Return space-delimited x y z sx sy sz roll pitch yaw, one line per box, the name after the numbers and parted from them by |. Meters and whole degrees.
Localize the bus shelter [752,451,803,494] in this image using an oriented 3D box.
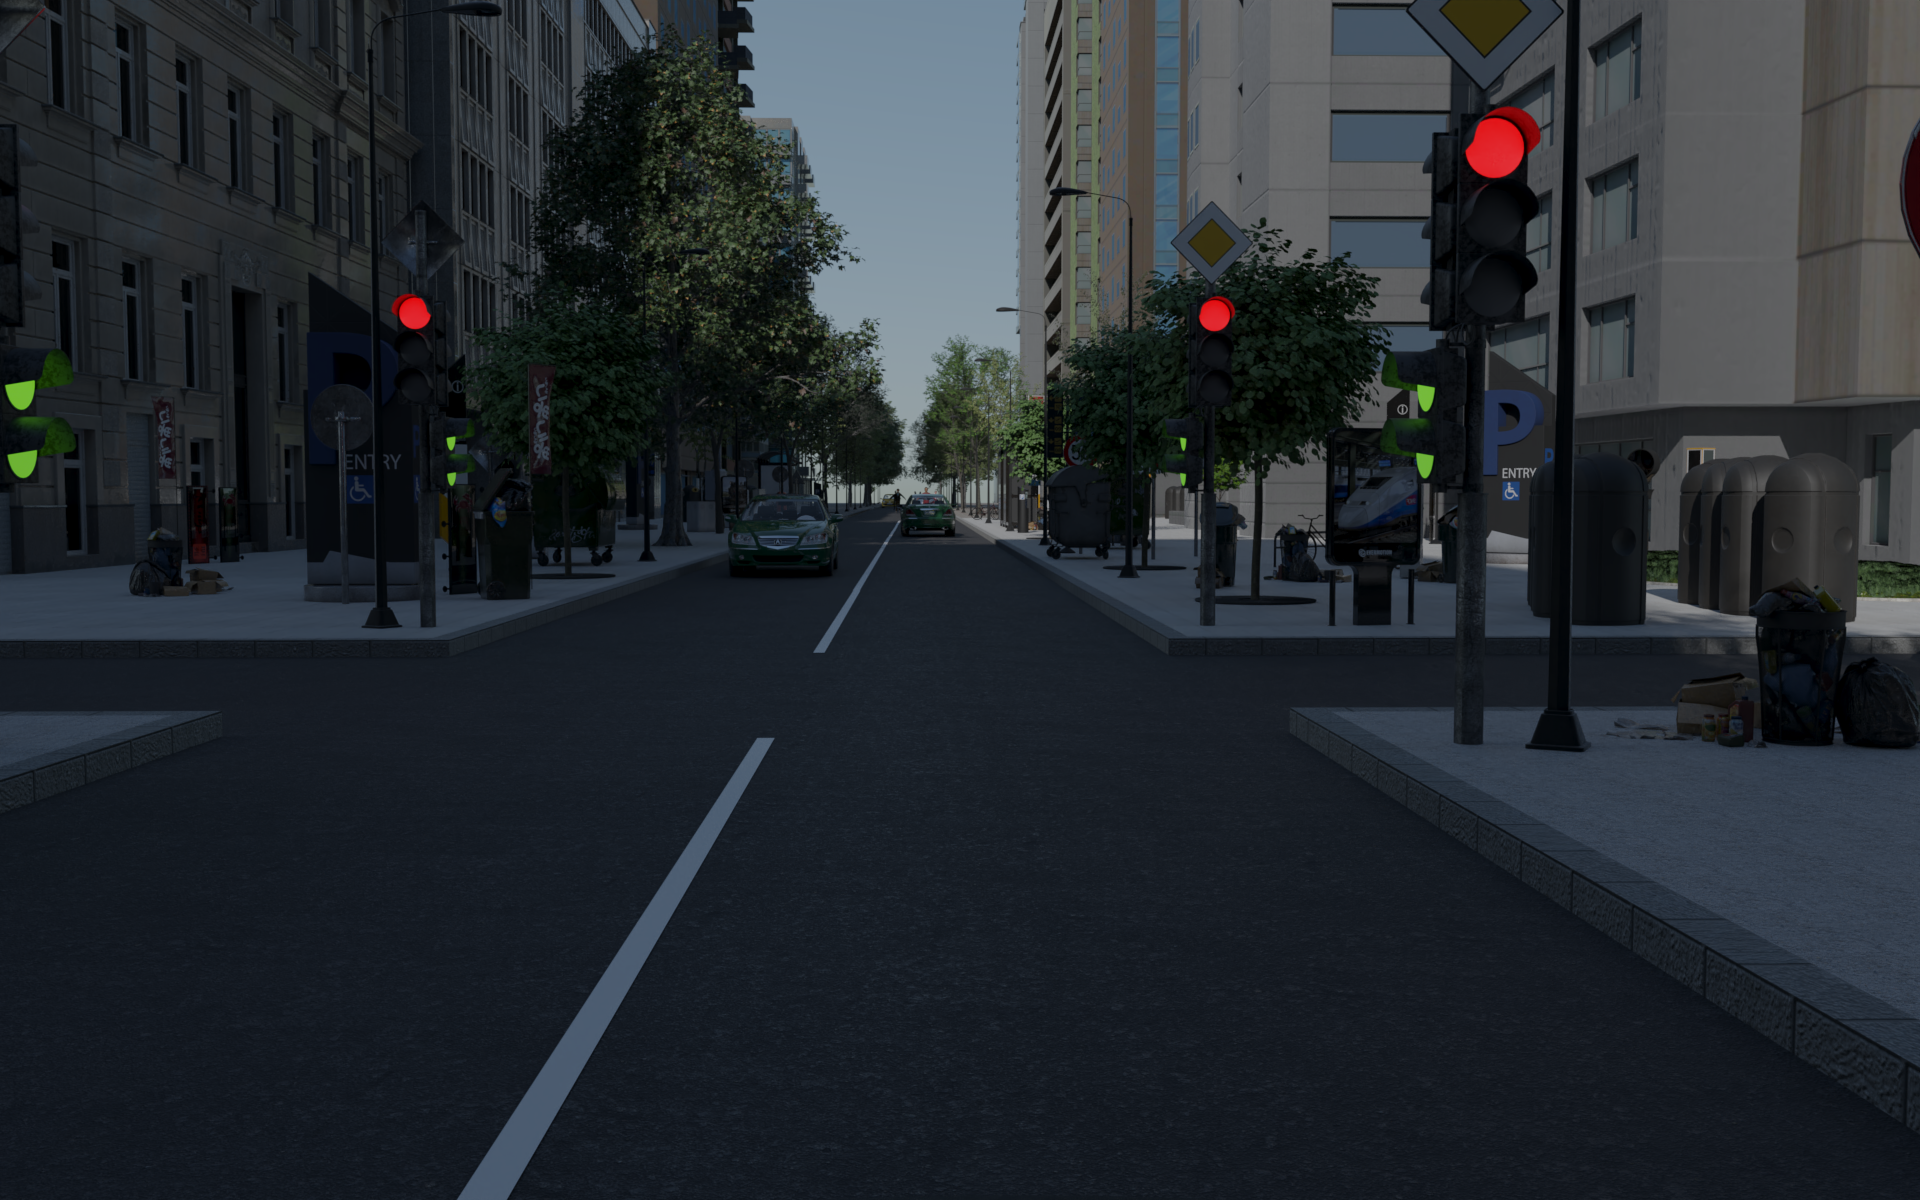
-8.794 -5.504 83.910 2.014 3.302 5.546 0 4 -1 | bus shelter

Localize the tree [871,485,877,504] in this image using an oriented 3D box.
-12.290 -14.753 235.811 1.663 3.219 1.824 0 3 0 | tree

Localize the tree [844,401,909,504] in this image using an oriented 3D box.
-11.240 -18.977 216.932 9.857 13.997 8.962 0 3 0 | tree

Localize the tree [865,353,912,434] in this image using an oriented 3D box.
-6.989 -8.459 72.724 8.767 10.594 7.601 0 4 6 | tree

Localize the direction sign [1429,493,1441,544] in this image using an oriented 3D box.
12.228 -3.202 44.354 0.379 3.537 0.876 1 4 12 | direction sign

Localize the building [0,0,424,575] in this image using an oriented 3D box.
-20.846 -14.621 36.317 12.463 27.353 25.104 0 4 -1 | building

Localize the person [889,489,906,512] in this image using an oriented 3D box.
-4.876 -7.829 136.139 1.348 1.869 0.705 0 4 5 | person

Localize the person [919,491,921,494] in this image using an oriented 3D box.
-4.588 -11.707 200.638 1.217 1.736 0.721 0 4 -6 | person

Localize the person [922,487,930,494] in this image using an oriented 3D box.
-1.886 -5.409 96.878 1.348 1.831 0.705 0 4 -4 | person

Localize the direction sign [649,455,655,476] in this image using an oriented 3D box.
-13.641 -5.072 74.928 0.876 3.537 0.379 -1 4 -8 | direction sign

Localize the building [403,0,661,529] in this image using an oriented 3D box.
-21.227 -15.948 78.770 12.078 24.808 19.932 0 4 -1 | building

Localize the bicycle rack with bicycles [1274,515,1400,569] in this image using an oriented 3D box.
6.965 -1.032 30.251 2.925 0.926 2.852 -3 5 -41 | bicycle rack with bicycles

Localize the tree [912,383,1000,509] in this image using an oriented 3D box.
0.118 -12.829 144.160 8.767 10.594 7.601 -1 4 -20 | tree

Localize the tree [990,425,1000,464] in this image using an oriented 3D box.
3.103 -2.805 29.578 4.285 4.588 4.351 0 3 0 | tree

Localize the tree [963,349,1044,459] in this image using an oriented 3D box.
2.381 -8.445 88.446 4.737 8.622 4.395 0 3 0 | tree

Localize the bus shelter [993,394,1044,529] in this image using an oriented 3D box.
2.436 -5.505 67.642 2.179 5.291 8.768 0 4 -2 | bus shelter

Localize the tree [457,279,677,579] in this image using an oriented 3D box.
-5.983 -2.626 26.655 4.285 4.588 4.351 0 3 0 | tree

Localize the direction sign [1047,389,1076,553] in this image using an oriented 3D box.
2.322 -2.782 37.488 0.876 3.537 0.379 0 4 -4 | direction sign

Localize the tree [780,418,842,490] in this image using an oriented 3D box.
-8.360 -9.072 98.686 4.737 8.622 4.395 0 3 0 | tree

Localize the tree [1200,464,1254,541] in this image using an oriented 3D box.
7.099 -3.213 47.140 1.663 3.219 1.824 0 3 0 | tree

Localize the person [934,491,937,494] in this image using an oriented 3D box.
-2.049 -8.213 143.718 0.436 1.711 0.756 3 4 39 | person

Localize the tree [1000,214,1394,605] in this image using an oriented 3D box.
3.457 -2.250 20.494 4.285 4.588 4.351 0 3 0 | tree

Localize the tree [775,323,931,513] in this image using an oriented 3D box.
-9.250 -12.720 118.347 12.009 13.543 11.850 0 3 0 | tree

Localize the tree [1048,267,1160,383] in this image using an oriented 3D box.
4.951 -6.413 55.219 4.360 8.622 3.978 0 3 0 | tree

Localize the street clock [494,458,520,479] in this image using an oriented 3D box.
-9.168 -1.868 35.110 0.471 2.002 0.358 1 4 16 | street clock

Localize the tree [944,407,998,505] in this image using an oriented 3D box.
-0.479 -15.786 175.101 9.611 12.733 9.660 0 3 0 | tree

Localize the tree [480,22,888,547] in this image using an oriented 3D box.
-7.038 -7.683 42.629 9.611 12.733 9.660 0 3 0 | tree

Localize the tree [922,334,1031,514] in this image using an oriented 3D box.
1.066 -11.457 113.070 9.928 11.665 9.643 0 3 0 | tree

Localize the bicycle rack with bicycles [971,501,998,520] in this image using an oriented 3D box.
2.252 -4.461 86.323 2.925 0.926 2.852 1 4 17 | bicycle rack with bicycles

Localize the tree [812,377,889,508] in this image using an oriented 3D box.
-10.538 -15.065 164.436 7.486 12.596 7.792 0 3 0 | tree

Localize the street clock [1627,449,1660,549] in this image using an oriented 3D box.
10.940 -1.420 27.785 0.471 2.002 0.358 3 5 44 | street clock

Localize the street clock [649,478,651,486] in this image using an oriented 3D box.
-12.307 -3.852 67.552 0.471 2.002 0.358 1 4 13 | street clock

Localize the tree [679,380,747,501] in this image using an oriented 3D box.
-12.262 -8.091 82.648 4.737 8.622 4.395 0 3 0 | tree

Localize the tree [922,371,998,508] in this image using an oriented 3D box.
-0.029 -14.696 158.408 7.486 12.596 7.792 0 3 0 | tree

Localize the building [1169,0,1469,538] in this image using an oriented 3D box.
18.972 -31.842 62.620 21.231 58.520 28.212 0 4 -1 | building

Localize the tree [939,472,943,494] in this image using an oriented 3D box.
-2.648 -19.415 227.806 12.009 13.543 11.850 0 3 0 | tree

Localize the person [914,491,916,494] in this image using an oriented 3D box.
-6.005 -13.580 230.557 0.705 1.821 1.348 1 4 10 | person

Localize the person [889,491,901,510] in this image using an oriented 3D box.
-5.906 -9.093 157.695 1.217 1.766 0.721 -1 4 -23 | person

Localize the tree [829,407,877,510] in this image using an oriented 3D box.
-8.671 -11.361 136.117 4.360 8.622 3.978 0 3 0 | tree

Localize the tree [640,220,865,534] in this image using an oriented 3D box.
-7.764 -7.446 56.157 8.767 10.594 7.601 0 4 0 | tree

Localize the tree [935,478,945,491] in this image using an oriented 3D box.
-2.446 -17.808 241.515 4.360 8.622 3.978 0 3 0 | tree

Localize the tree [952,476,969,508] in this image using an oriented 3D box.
0.245 -10.437 165.243 1.663 3.219 1.824 0 3 0 | tree

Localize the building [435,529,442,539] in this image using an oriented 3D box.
-20.703 -14.731 58.882 12.078 24.808 19.932 0 4 -1 | building
